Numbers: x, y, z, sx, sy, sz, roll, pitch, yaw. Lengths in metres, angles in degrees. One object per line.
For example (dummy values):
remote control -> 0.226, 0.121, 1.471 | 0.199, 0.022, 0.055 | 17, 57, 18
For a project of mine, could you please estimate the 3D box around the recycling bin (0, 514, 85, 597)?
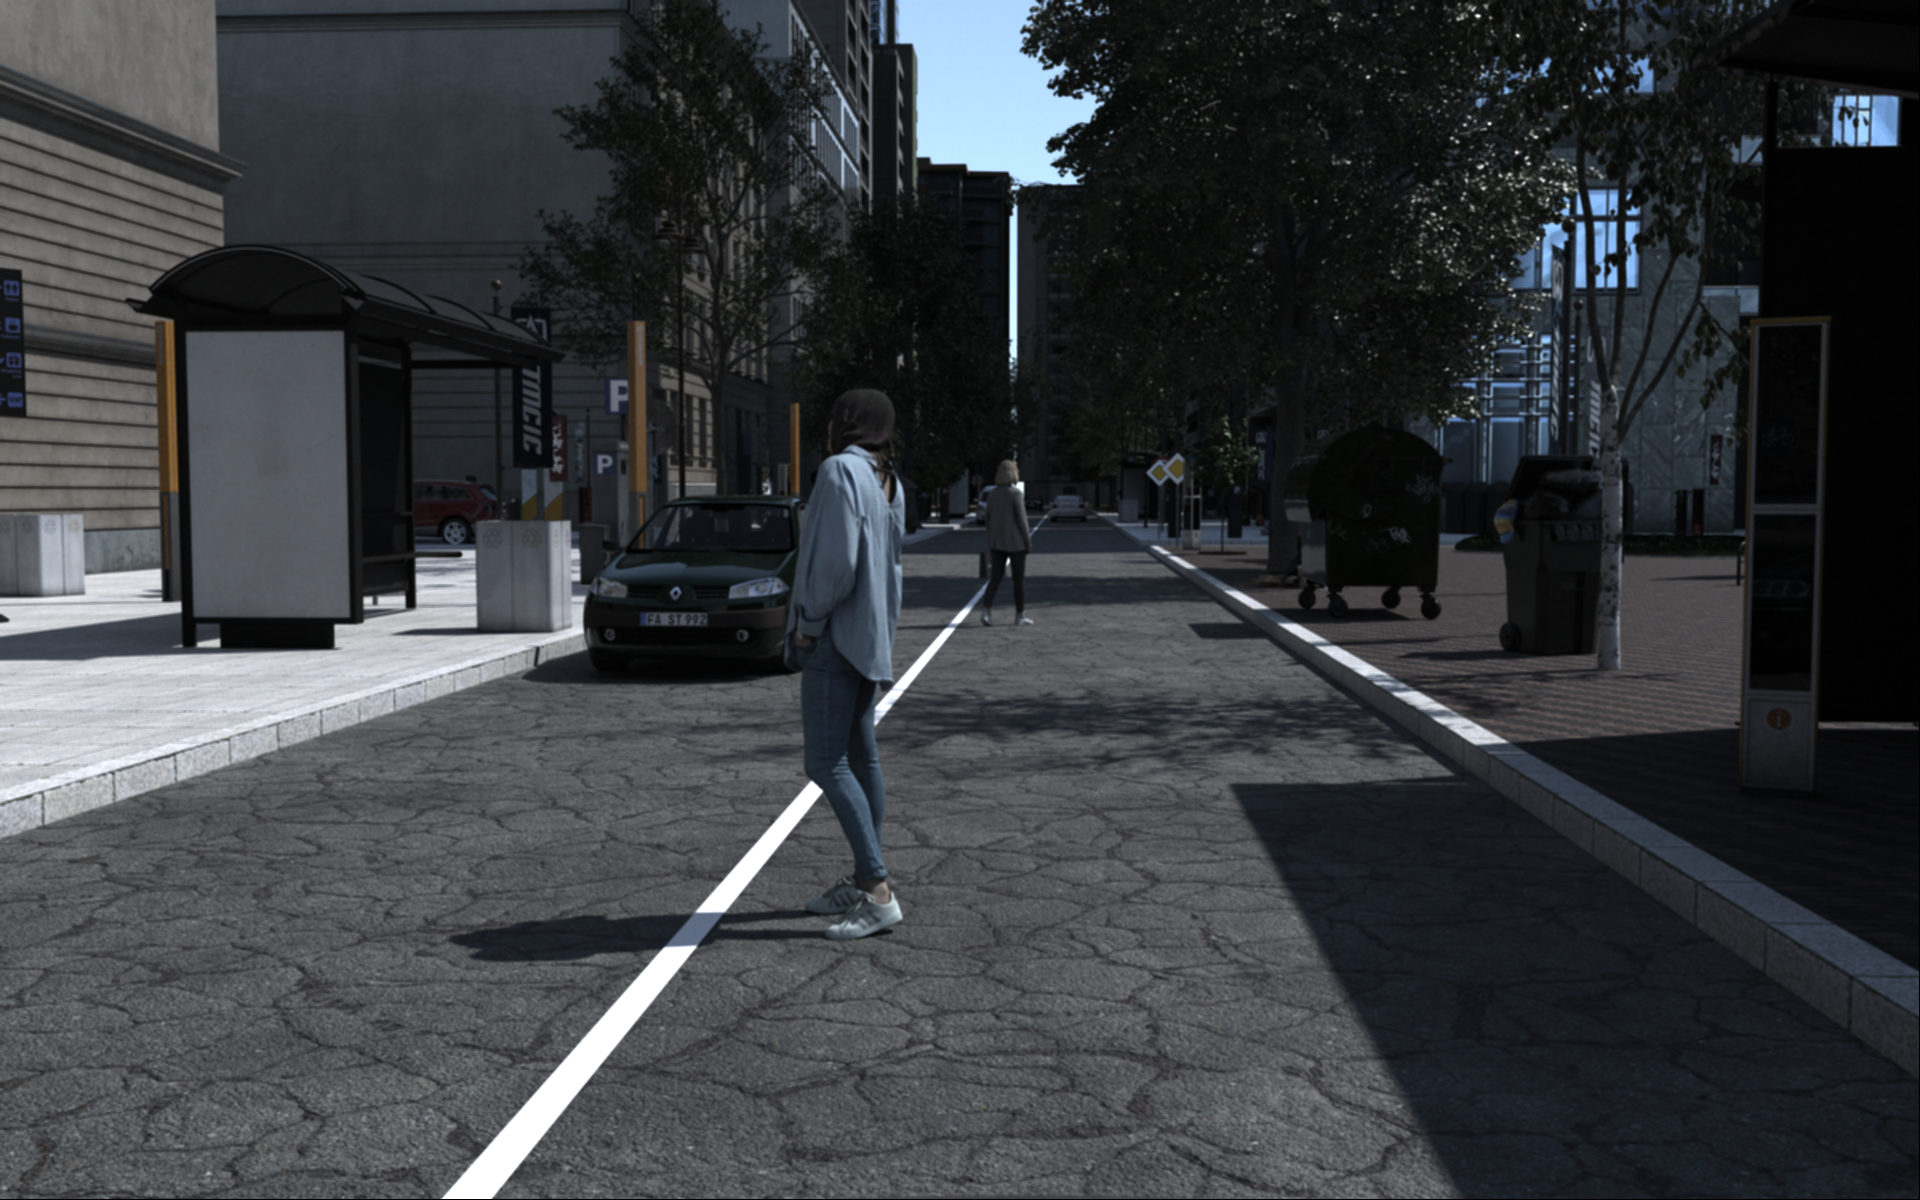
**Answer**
recycling bin -> -11.621, -0.572, 21.905 | 0.722, 1.027, 0.722 | 1, 4, 20

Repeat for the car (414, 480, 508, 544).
car -> -15.057, -2.381, 47.601 | 5.304, 1.827, 2.281 | 0, 4, 2

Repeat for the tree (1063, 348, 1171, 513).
tree -> 12.610, -13.398, 137.185 | 7.486, 12.596, 7.792 | 0, 3, 0

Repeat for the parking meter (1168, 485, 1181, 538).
parking meter -> 6.271, -2.585, 50.674 | 0.372, 1.533, 0.369 | 0, 3, 0

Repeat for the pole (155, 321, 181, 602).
pole -> -9.393, -1.634, 20.553 | 0.158, 3.312, 0.155 | 0, 3, 0

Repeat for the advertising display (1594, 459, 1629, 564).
advertising display -> 12.143, -1.660, 32.354 | 0.123, 1.923, 0.974 | -1, 4, -12

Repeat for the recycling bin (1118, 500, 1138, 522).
recycling bin -> 7.633, -4.041, 78.624 | 0.722, 1.027, 0.722 | -1, 4, -14

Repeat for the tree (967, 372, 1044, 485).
tree -> 2.688, -12.860, 136.015 | 9.928, 11.665, 9.643 | 0, 3, 0

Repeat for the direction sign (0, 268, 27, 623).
direction sign -> -9.737, -1.544, 17.240 | 0.379, 3.537, 0.876 | 3, 4, 36

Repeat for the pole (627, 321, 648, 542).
pole -> -3.822, -1.633, 20.539 | 0.158, 3.312, 0.155 | 0, 3, 0

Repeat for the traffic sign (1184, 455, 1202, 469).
traffic sign -> 7.336, -3.318, 54.351 | 0.768, 2.556, 0.104 | 1, 4, 10

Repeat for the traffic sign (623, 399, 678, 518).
traffic sign -> -4.143, -1.411, 23.174 | 0.768, 2.556, 0.104 | 1, 4, 11

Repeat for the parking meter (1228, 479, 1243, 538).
parking meter -> 8.026, -2.736, 50.450 | 0.399, 1.863, 0.255 | -1, 4, -17

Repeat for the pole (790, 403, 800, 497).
pole -> -3.714, -2.759, 38.957 | 0.158, 3.312, 0.155 | 0, 3, 0

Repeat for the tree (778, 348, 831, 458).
tree -> -5.608, -7.640, 75.272 | 4.360, 8.622, 3.978 | 0, 3, 0

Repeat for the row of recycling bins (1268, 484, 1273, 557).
row of recycling bins -> 6.737, -1.549, 32.447 | 1.069, 1.692, 3.534 | -1, 4, -10

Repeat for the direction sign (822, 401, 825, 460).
direction sign -> -3.371, -3.104, 42.744 | 0.379, 3.537, 0.876 | 0, 4, -8

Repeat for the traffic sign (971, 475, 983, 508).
traffic sign -> 1.124, -6.983, 114.285 | 0.768, 2.556, 0.104 | 0, 4, 5

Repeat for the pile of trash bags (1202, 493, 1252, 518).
pile of trash bags -> 14.587, -5.117, 93.422 | 1.912, 1.369, 3.447 | -2, 4, -32

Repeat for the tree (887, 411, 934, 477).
tree -> -3.381, -9.475, 105.282 | 4.737, 8.622, 4.395 | 0, 3, 0

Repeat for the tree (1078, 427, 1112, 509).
tree -> 12.384, -12.317, 151.746 | 4.360, 8.622, 3.978 | 0, 3, 0

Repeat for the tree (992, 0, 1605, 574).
tree -> 5.419, -7.402, 27.674 | 9.857, 13.997, 8.962 | 0, 3, 0

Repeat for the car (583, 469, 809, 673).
car -> -2.003, -0.331, 15.197 | 2.009, 1.686, 4.222 | 0, 4, 5

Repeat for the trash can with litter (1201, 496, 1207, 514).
trash can with litter -> 14.641, -5.551, 102.146 | 0.624, 1.170, 1.055 | -1, 4, -18

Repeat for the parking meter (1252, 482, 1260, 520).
parking meter -> 14.790, -4.945, 86.568 | 0.255, 1.863, 0.399 | -1, 4, -20

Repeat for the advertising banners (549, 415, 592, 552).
advertising banners -> -8.161, -2.576, 38.298 | 2.074, 3.025, 0.090 | 0, 4, -3

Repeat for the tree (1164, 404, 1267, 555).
tree -> 5.493, -2.594, 37.020 | 1.663, 3.219, 1.824 | 0, 3, 0

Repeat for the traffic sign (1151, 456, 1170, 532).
traffic sign -> 6.791, -3.547, 58.096 | 0.768, 2.556, 0.104 | 0, 4, 4

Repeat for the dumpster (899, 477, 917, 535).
dumpster -> -2.071, -3.046, 55.568 | 1.264, 1.857, 1.865 | 0, 4, 4

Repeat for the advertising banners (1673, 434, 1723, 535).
advertising banners -> 22.047, -3.397, 51.729 | 0.090, 3.025, 2.074 | -1, 4, -14

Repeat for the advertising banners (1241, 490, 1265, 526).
advertising banners -> 11.992, -4.458, 69.074 | 0.090, 3.025, 2.074 | -3, 5, -44

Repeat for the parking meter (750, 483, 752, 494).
parking meter -> -8.951, -4.114, 72.977 | 0.255, 1.863, 0.399 | 2, 4, 25

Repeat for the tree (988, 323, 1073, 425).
tree -> 6.688, -20.513, 191.270 | 12.611, 20.169, 13.585 | 0, 3, 0

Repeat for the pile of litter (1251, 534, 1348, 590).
pile of litter -> 4.682, -0.609, 23.922 | 1.176, 0.858, 1.719 | 0, 4, -8

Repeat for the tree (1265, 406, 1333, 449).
tree -> 12.394, -4.801, 62.212 | 4.285, 4.588, 4.351 | 0, 3, 0

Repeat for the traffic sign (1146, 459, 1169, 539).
traffic sign -> 5.698, -2.806, 49.522 | 0.795, 2.450, 0.064 | 0, 4, 3

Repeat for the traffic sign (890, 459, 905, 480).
traffic sign -> -1.981, -2.836, 50.007 | 0.795, 2.450, 0.064 | 0, 4, 3

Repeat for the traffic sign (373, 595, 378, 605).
traffic sign -> -6.771, -1.093, 19.993 | 0.606, 2.300, 0.079 | 0, 4, 5

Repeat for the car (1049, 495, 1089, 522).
car -> 5.690, -4.784, 90.584 | 2.083, 1.381, 4.827 | 0, 4, 4

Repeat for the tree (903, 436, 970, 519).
tree -> -1.192, -6.389, 88.171 | 4.285, 4.588, 4.351 | 0, 3, 0

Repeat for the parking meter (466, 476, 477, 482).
parking meter -> -15.476, -3.009, 54.904 | 0.255, 1.863, 0.399 | -2, 4, -28

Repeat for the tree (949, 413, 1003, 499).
tree -> 1.240, -10.443, 121.105 | 4.360, 8.622, 3.978 | 0, 3, 0

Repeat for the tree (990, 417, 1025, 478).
tree -> 4.409, -13.009, 163.053 | 4.737, 8.622, 4.395 | 0, 3, 0

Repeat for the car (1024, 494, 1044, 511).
car -> 6.048, -8.229, 144.338 | 2.009, 1.686, 4.222 | 0, 4, 4

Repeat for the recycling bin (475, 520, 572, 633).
recycling bin -> -4.106, -0.231, 16.334 | 0.722, 1.027, 0.722 | 0, 4, 3

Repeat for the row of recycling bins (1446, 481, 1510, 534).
row of recycling bins -> 16.850, -2.920, 54.855 | 1.069, 1.692, 3.534 | -2, 4, -33

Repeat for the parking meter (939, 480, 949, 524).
parking meter -> -0.683, -4.129, 73.219 | 0.399, 1.863, 0.255 | -1, 4, -21

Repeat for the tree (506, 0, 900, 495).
tree -> -4.715, -5.964, 31.921 | 7.601, 10.594, 8.767 | -2, 4, -26

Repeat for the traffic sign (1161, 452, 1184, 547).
traffic sign -> 5.215, -2.319, 41.552 | 0.795, 2.450, 0.064 | 0, 4, 3

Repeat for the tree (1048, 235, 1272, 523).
tree -> 9.170, -10.175, 76.728 | 12.009, 13.543, 11.850 | 0, 3, 0

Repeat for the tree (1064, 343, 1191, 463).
tree -> 10.594, -11.121, 107.583 | 9.928, 11.665, 9.643 | 0, 3, 0

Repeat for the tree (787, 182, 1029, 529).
tree -> -1.963, -8.994, 64.066 | 9.611, 12.733, 9.660 | 0, 3, 0

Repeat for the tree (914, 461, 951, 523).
tree -> -1.444, -4.997, 76.306 | 1.663, 3.219, 1.824 | 0, 3, 0

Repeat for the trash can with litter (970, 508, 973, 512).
trash can with litter -> 0.342, -6.784, 122.313 | 1.055, 1.170, 0.624 | -1, 4, -19

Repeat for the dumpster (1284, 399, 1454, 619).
dumpster -> 4.343, -0.980, 18.521 | 1.502, 2.255, 1.985 | 0, 4, 3

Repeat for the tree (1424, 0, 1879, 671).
tree -> 4.830, -3.780, 12.172 | 4.360, 8.622, 3.978 | 0, 3, 0

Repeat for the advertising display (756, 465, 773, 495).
advertising display -> -4.325, -2.032, 38.445 | 0.123, 1.923, 0.974 | 1, 4, 9

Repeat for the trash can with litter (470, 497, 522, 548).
trash can with litter -> -10.432, -1.816, 40.755 | 1.678, 1.210, 2.233 | -3, 4, -37

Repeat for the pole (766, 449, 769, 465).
pole -> -8.745, -5.193, 78.750 | 0.158, 3.312, 0.155 | 0, 3, 0

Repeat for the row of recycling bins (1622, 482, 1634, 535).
row of recycling bins -> 18.526, -2.657, 50.561 | 3.534, 1.692, 1.069 | -3, 5, -42
